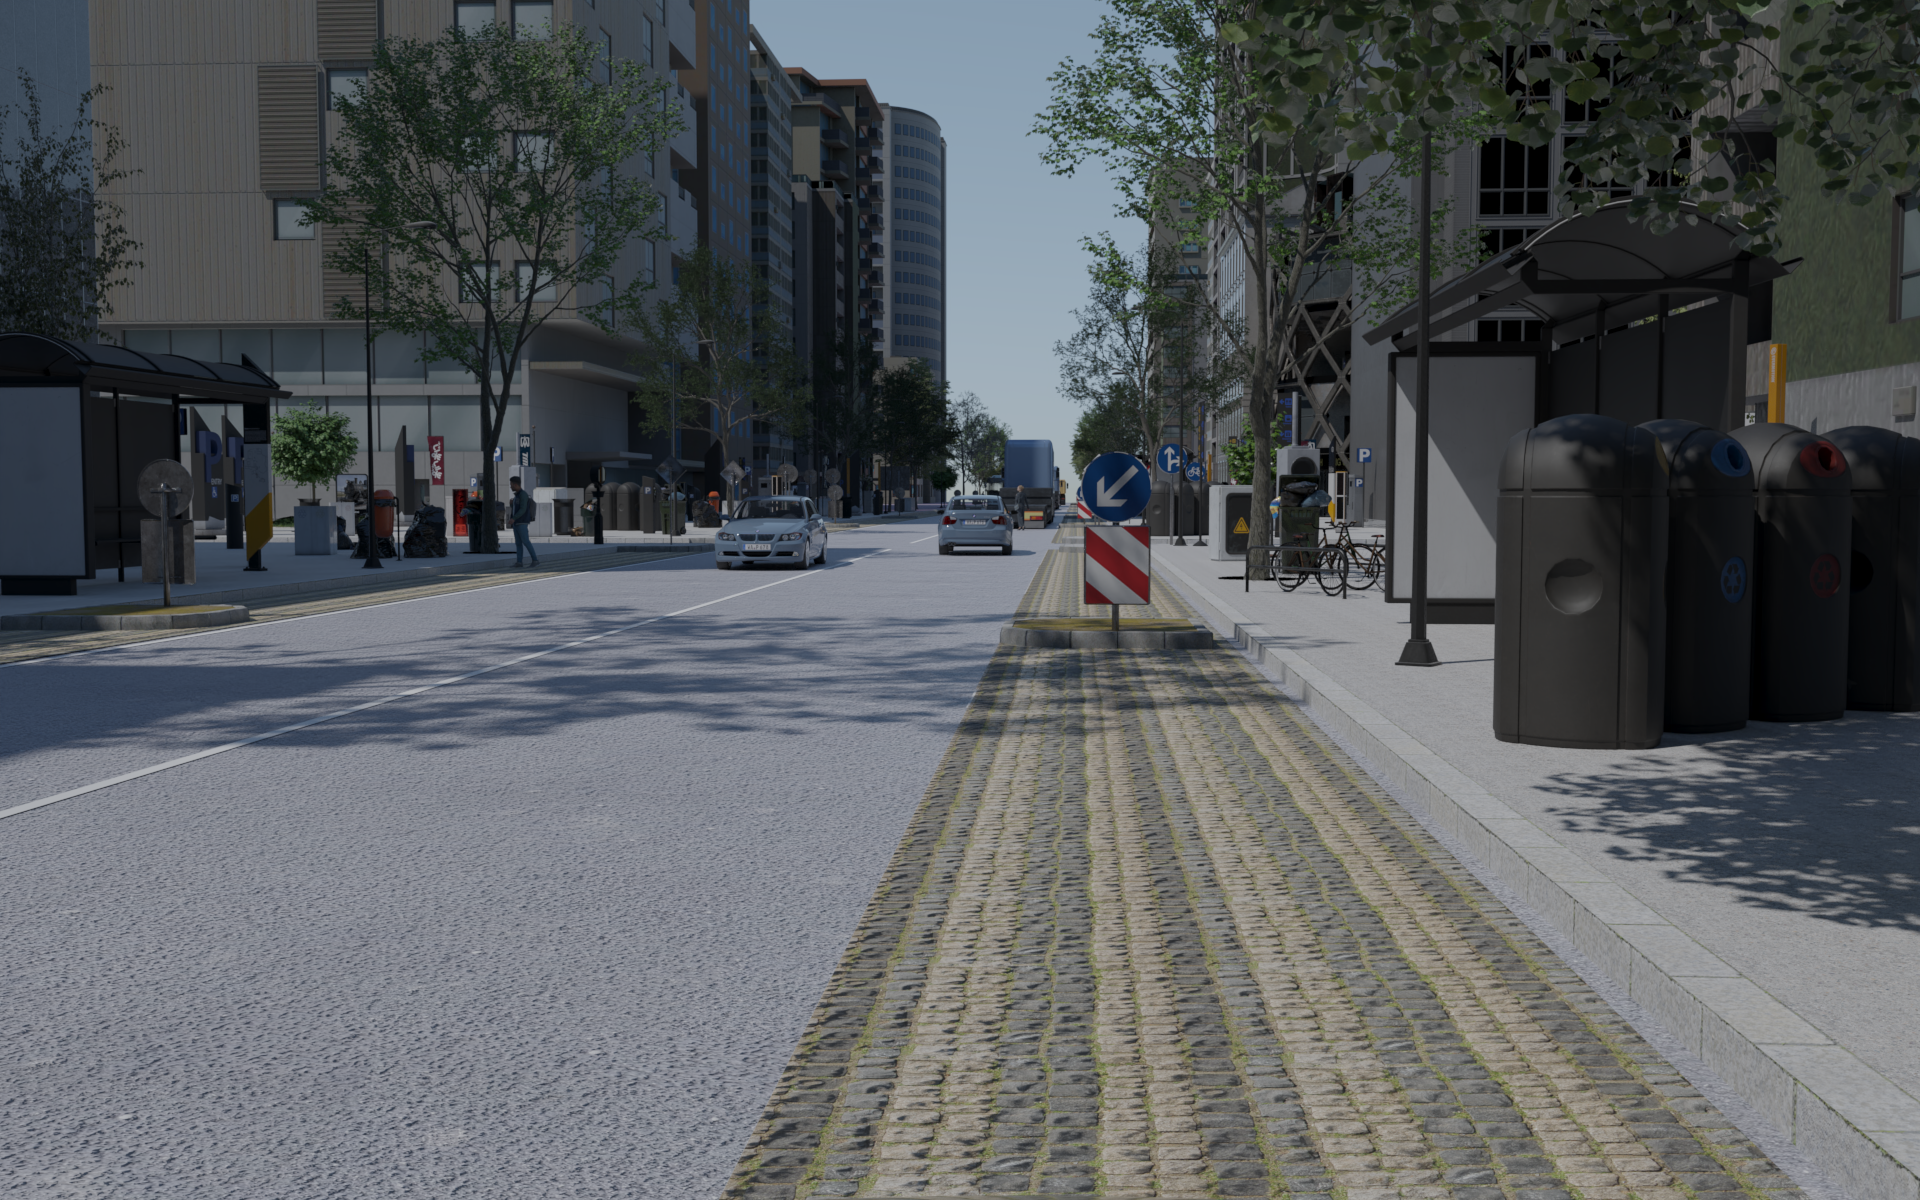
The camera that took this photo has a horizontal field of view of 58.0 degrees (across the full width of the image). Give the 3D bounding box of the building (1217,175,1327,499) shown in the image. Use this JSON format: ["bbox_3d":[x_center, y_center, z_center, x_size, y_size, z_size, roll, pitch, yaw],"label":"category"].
[{"bbox_3d":[22.803,-16.328,116.117,9.793,20.994,18.267,0,4,4],"label":"building"}]

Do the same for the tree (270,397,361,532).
[{"bbox_3d":[-21.970,-4.586,58.701,4.285,4.588,4.351,0,3,0],"label":"tree"}]

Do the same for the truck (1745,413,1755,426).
[{"bbox_3d":[21.235,-3.463,45.528,11.283,4.237,2.839,0,4,6],"label":"truck"}]

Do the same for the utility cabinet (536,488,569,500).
[{"bbox_3d":[-13.872,-3.045,58.472,1.173,1.500,0.318,1,4,21],"label":"utility cabinet"}]

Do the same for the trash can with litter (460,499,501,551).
[{"bbox_3d":[-10.746,-1.682,38.885,0.624,1.170,1.055,0,4,6],"label":"trash can with litter"}]

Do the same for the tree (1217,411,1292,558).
[{"bbox_3d":[5.953,-2.485,35.233,1.663,3.219,1.824,0,3,0],"label":"tree"}]

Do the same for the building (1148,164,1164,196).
[{"bbox_3d":[43.383,-41.555,268.656,28.713,52.752,27.495,0,4,4],"label":"building"}]

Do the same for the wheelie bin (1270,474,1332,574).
[{"bbox_3d":[5.491,-1.222,27.885,0.980,1.594,0.693,0,4,7],"label":"wheelie bin"}]

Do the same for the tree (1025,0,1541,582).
[{"bbox_3d":[4.516,-6.091,25.351,9.928,11.665,9.643,0,3,0],"label":"tree"}]

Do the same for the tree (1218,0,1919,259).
[{"bbox_3d":[3.664,-5.967,4.224,9.857,13.997,8.962,0,3,0],"label":"tree"}]

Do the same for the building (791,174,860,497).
[{"bbox_3d":[-17.064,-23.698,159.164,14.160,30.474,14.107,0,4,4],"label":"building"}]

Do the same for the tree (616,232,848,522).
[{"bbox_3d":[-8.562,-7.820,62.268,7.601,10.594,8.767,0,4,5],"label":"tree"}]

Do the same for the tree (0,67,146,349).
[{"bbox_3d":[-15.678,-4.823,29.223,4.360,8.622,3.978,0,3,0],"label":"tree"}]

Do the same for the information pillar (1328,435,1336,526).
[{"bbox_3d":[14.928,-4.776,69.440,0.183,3.616,0.504,-1,4,-13],"label":"information pillar"}]

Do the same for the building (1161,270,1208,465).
[{"bbox_3d":[33.356,-27.861,227.232,14.160,30.474,14.107,0,4,4],"label":"building"}]

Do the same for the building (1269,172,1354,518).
[{"bbox_3d":[25.885,-14.093,97.875,16.820,18.784,16.811,0,4,4],"label":"building"}]

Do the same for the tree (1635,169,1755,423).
[{"bbox_3d":[16.414,-5.317,37.289,4.737,8.622,4.395,0,3,0],"label":"tree"}]

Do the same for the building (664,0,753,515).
[{"bbox_3d":[-21.947,-28.391,114.308,14.600,45.320,14.200,0,4,4],"label":"building"}]

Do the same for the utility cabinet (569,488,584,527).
[{"bbox_3d":[-14.963,-3.509,66.043,1.173,1.500,0.318,-2,4,-28],"label":"utility cabinet"}]

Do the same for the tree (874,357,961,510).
[{"bbox_3d":[-3.700,-13.754,143.001,7.486,12.596,7.792,0,3,0],"label":"tree"}]

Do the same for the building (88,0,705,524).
[{"bbox_3d":[-28.655,-30.363,85.670,28.713,52.752,27.495,0,4,4],"label":"building"}]

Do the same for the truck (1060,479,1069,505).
[{"bbox_3d":[12.573,-14.160,227.442,3.469,3.379,9.791,0,4,3],"label":"truck"}]

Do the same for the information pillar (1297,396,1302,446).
[{"bbox_3d":[7.997,-3.065,41.470,0.183,3.616,0.504,-2,4,-24],"label":"information pillar"}]

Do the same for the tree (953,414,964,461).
[{"bbox_3d":[-3.304,-12.186,133.658,8.767,10.594,7.601,2,4,29],"label":"tree"}]

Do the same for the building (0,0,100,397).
[{"bbox_3d":[-28.369,-12.995,30.491,19.932,24.808,12.078,0,4,4],"label":"building"}]

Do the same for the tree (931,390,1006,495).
[{"bbox_3d":[0.567,-17.858,202.348,12.009,13.543,11.850,0,3,0],"label":"tree"}]

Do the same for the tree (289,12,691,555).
[{"bbox_3d":[-9.958,-6.802,36.973,9.928,11.665,9.643,0,3,0],"label":"tree"}]

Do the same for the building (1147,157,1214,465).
[{"bbox_3d":[37.636,-37.976,244.611,21.300,48.544,21.600,0,4,4],"label":"building"}]

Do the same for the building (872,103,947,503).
[{"bbox_3d":[-13.531,-44.000,261.400,21.231,58.520,28.212,0,4,4],"label":"building"}]

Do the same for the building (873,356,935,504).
[{"bbox_3d":[-18.285,-23.807,234.280,27.650,21.520,28.899,0,4,4],"label":"building"}]

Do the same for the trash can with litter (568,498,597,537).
[{"bbox_3d":[-11.304,-2.481,51.952,1.055,1.170,0.624,2,4,25],"label":"trash can with litter"}]

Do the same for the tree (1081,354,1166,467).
[{"bbox_3d":[8.746,-8.554,90.228,4.360,8.622,3.978,0,3,0],"label":"tree"}]

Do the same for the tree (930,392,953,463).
[{"bbox_3d":[-4.595,-11.377,120.422,7.601,10.594,8.767,0,4,-2],"label":"tree"}]

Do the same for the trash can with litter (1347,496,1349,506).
[{"bbox_3d":[20.019,-4.772,89.403,0.624,1.170,1.055,2,4,28],"label":"trash can with litter"}]

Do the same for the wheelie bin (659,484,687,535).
[{"bbox_3d":[-9.052,-2.860,54.664,0.980,1.594,0.693,2,4,34],"label":"wheelie bin"}]

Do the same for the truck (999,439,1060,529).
[{"bbox_3d":[2.941,-5.491,79.538,2.967,4.110,18.799,0,4,4],"label":"truck"}]

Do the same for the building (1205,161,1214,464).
[{"bbox_3d":[38.544,-29.851,179.943,32.217,40.220,23.993,0,4,4],"label":"building"}]

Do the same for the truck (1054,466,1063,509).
[{"bbox_3d":[7.788,-10.406,159.900,2.967,4.110,18.799,0,4,5],"label":"truck"}]

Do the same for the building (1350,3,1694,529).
[{"bbox_3d":[27.622,-16.524,63.674,24.014,27.812,14.314,0,4,4],"label":"building"}]

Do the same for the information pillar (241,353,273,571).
[{"bbox_3d":[-11.675,-2.288,28.760,0.504,3.616,0.183,1,4,16],"label":"information pillar"}]

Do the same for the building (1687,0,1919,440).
[{"bbox_3d":[19.097,-15.579,26.423,14.160,30.474,14.107,0,4,4],"label":"building"}]

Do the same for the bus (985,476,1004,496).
[{"bbox_3d":[4.010,-10.506,166.630,2.948,3.499,13.247,0,4,3],"label":"bus"}]

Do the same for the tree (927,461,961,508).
[{"bbox_3d":[-1.571,-11.047,164.328,4.285,4.588,4.351,0,3,0],"label":"tree"}]

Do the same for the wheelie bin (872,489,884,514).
[{"bbox_3d":[-5.185,-6.218,109.567,0.693,1.594,0.980,-1,4,-18],"label":"wheelie bin"}]

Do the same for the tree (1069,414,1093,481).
[{"bbox_3d":[18.380,-19.648,239.364,7.486,12.596,7.792,0,3,0],"label":"tree"}]

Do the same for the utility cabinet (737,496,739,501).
[{"bbox_3d":[-12.205,-5.291,97.665,0.306,1.237,1.020,1,4,22],"label":"utility cabinet"}]

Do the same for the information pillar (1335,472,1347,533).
[{"bbox_3d":[12.507,-3.199,56.802,0.304,2.012,0.304,2,4,28],"label":"information pillar"}]

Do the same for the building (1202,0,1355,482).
[{"bbox_3d":[31.768,-43.912,156.213,20.563,71.187,20.611,0,4,4],"label":"building"}]

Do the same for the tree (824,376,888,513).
[{"bbox_3d":[-6.292,-9.591,107.179,4.360,8.622,3.978,0,3,0],"label":"tree"}]

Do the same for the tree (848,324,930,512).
[{"bbox_3d":[-6.609,-9.694,92.910,8.767,10.594,7.601,-1,4,-9],"label":"tree"}]

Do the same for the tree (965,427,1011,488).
[{"bbox_3d":[5.490,-22.471,284.409,9.611,12.733,9.660,0,3,0],"label":"tree"}]

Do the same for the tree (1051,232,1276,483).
[{"bbox_3d":[7.014,-7.744,61.027,8.767,10.594,7.601,1,4,17],"label":"tree"}]

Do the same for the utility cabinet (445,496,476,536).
[{"bbox_3d":[-15.138,-2.532,52.566,1.020,1.237,0.306,2,4,32],"label":"utility cabinet"}]

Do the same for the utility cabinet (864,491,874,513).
[{"bbox_3d":[-6.068,-6.544,115.667,0.318,1.500,1.173,-2,4,-32],"label":"utility cabinet"}]

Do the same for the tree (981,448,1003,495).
[{"bbox_3d":[3.881,-18.283,249.295,4.737,8.622,4.395,0,3,0],"label":"tree"}]

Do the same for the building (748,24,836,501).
[{"bbox_3d":[-26.698,-27.405,139.960,32.217,40.220,23.993,0,4,4],"label":"building"}]

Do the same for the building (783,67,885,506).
[{"bbox_3d":[-19.641,-32.178,180.741,22.147,44.769,28.867,0,4,4],"label":"building"}]

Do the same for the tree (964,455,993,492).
[{"bbox_3d":[2.439,-17.448,235.641,4.360,8.622,3.978,0,3,0],"label":"tree"}]
